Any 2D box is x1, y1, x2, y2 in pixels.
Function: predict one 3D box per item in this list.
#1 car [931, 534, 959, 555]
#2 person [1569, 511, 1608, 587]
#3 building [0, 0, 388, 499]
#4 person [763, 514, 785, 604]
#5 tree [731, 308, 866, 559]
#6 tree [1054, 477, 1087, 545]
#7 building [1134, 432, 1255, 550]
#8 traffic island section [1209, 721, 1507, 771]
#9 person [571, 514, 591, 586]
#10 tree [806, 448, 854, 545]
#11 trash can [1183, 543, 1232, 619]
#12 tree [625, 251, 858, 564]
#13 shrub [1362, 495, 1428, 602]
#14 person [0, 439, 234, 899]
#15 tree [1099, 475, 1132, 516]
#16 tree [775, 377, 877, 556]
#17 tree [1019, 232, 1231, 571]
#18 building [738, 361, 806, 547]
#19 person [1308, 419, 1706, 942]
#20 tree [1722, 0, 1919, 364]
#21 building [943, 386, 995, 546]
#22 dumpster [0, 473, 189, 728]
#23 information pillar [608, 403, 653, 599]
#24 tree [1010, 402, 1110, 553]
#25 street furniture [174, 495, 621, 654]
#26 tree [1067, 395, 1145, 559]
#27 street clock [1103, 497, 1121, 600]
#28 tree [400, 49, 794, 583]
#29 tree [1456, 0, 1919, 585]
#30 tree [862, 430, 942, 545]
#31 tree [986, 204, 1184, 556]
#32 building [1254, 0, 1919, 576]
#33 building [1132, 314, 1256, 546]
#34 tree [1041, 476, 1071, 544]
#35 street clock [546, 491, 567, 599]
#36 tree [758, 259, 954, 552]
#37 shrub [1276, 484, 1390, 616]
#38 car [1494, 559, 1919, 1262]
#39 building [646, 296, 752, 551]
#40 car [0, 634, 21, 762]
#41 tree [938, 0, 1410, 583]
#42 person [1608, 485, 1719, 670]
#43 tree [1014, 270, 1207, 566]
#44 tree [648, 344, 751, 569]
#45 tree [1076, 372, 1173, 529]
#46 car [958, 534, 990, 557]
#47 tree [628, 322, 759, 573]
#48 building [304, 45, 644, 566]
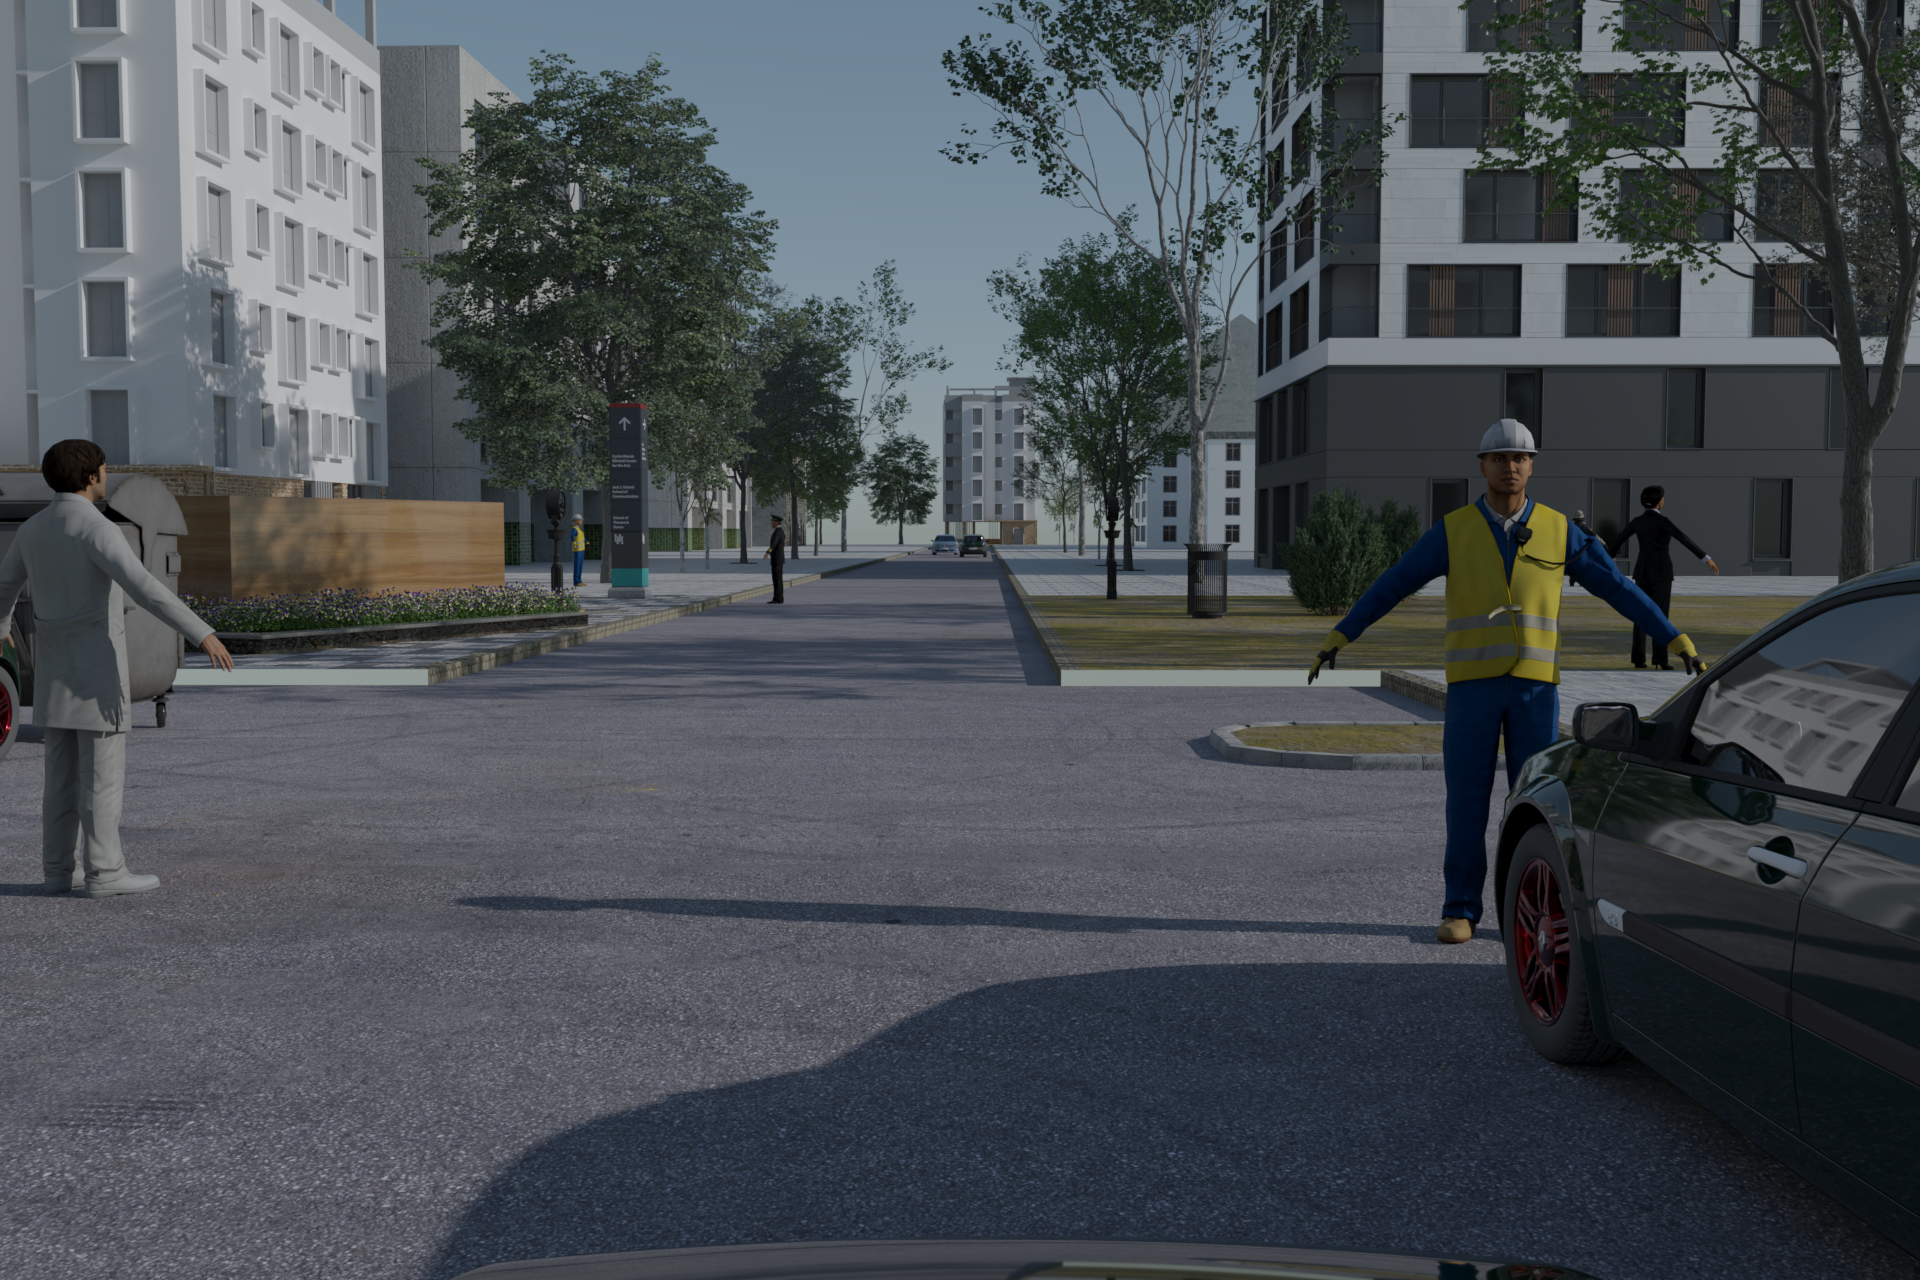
[{"bbox_3d":[-1.008,-6.558,119.219,2.014,1.417,4.499,0,4,1],"label":"car"},{"bbox_3d":[15.128,-2.237,42.359,1.354,1.856,0.705,2,4,35],"label":"person"},{"bbox_3d":[-25.064,-11.664,47.134,16.016,20.090,11.380,0,4,0],"label":"building"},{"bbox_3d":[-3.788,-1.666,35.627,0.705,1.837,1.347,0,4,6],"label":"person"},{"bbox_3d":[-8.826,-10.378,87.809,7.486,12.596,7.792,0,3,0],"label":"tree"},{"bbox_3d":[13.493,-15.767,208.149,4.737,8.622,4.395,0,3,0],"label":"tree"},{"bbox_3d":[21.266,-13.073,155.895,9.099,9.664,28.070,0,4,1],"label":"building"},{"bbox_3d":[2.697,0.696,11.485,1.991,0.108,1.994,0,4,1],"label":"traffic island section"},{"bbox_3d":[-9.299,-2.206,42.531,0.721,1.772,1.216,0,4,5],"label":"person"},{"bbox_3d":[-16.582,-17.917,211.063,7.486,12.596,7.792,0,3,0],"label":"tree"},{"bbox_3d":[3.768,-0.901,26.378,0.748,1.137,0.748,0,3,0],"label":"trash can"},{"bbox_3d":[-9.430,-10.049,74.669,12.009,13.543,11.850,0,3,0],"label":"tree"},{"bbox_3d":[8.236,-1.749,33.013,1.690,2.028,1.600,0,3,0],"label":"shrub"},{"bbox_3d":[-3.482,0.105,6.921,1.347,1.806,0.705,2,4,24],"label":"person"},{"bbox_3d":[20.230,-16.750,208.274,7.601,10.594,8.767,0,4,6],"label":"tree"},{"bbox_3d":[-8.185,-10.234,101.744,7.601,10.594,8.767,-3,4,-36],"label":"tree"},{"bbox_3d":[5.738,-8.219,60.141,9.928,11.665,9.643,0,3,0],"label":"tree"},{"bbox_3d":[-26.777,-21.656,185.011,19.493,23.208,18.063,0,4,1],"label":"building"},{"bbox_3d":[1.912,0.143,6.096,1.349,1.833,0.705,1,4,11],"label":"person"},{"bbox_3d":[17.812,-7.250,28.912,12.009,13.543,11.850,0,3,0],"label":"tree"},{"bbox_3d":[-1.799,-21.663,213.073,11.380,20.090,16.016,0,4,2],"label":"building"},{"bbox_3d":[-6.621,-0.249,12.279,1.865,1.857,1.264,0,4,1],"label":"dumpster"},{"bbox_3d":[-6.605,-2.766,34.595,0.750,3.857,0.750,0,4,1],"label":"information pillar"},{"bbox_3d":[6.892,-11.258,118.488,7.601,10.594,8.767,0,4,-8],"label":"tree"},{"bbox_3d":[-9.160,-0.883,21.285,11.010,1.723,9.812,1,4,22],"label":"street furniture"},{"bbox_3d":[7.372,-8.471,88.869,4.737,8.622,4.395,0,3,0],"label":"tree"},{"bbox_3d":[2.981,-1.797,33.957,0.358,2.002,0.471,0,4,-1],"label":"street clock"},{"bbox_3d":[-9.201,-8.454,44.884,9.857,13.997,8.962,0,3,0],"label":"tree"},{"bbox_3d":[8.383,-5.501,15.694,9.928,11.665,9.643,0,3,0],"label":"tree"},{"bbox_3d":[-7.100,-18.607,210.877,9.857,13.997,8.962,0,3,0],"label":"tree"},{"bbox_3d":[7.582,-14.970,100.655,12.611,20.169,13.585,0,3,0],"label":"tree"},{"bbox_3d":[25.299,-13.722,68.325,27.936,21.610,32.646,0,4,1],"label":"building"},{"bbox_3d":[28.179,-21.484,182.193,19.493,23.208,18.063,0,4,1],"label":"building"},{"bbox_3d":[12.014,-16.061,212.957,4.737,8.622,4.395,0,3,0],"label":"tree"},{"bbox_3d":[-6.767,-1.498,29.060,0.358,2.002,0.471,0,4,1],"label":"street clock"},{"bbox_3d":[-7.224,-16.133,119.667,12.611,20.169,13.585,0,3,0],"label":"tree"},{"bbox_3d":[5.907,-1.428,27.395,1.661,2.075,1.752,0,3,0],"label":"shrub"},{"bbox_3d":[2.428,0.385,3.497,2.009,1.686,4.222,0,4,0],"label":"car"},{"bbox_3d":[-28.216,-17.037,145.005,16.747,18.905,31.486,0,4,2],"label":"building"},{"bbox_3d":[-6.832,0.029,9.306,2.009,1.686,4.222,0,4,1],"label":"car"},{"bbox_3d":[5.009,-11.502,43.942,12.611,20.169,13.585,0,3,0],"label":"tree"},{"bbox_3d":[6.623,-0.594,16.439,0.721,1.740,1.216,-2,4,-31],"label":"person"},{"bbox_3d":[5.960,-8.758,68.956,9.928,11.665,9.643,0,3,0],"label":"tree"},{"bbox_3d":[-9.147,-6.948,63.956,4.360,8.622,3.978,0,3,0],"label":"tree"},{"bbox_3d":[7.040,-7.755,77.165,4.737,8.622,4.395,0,3,0],"label":"tree"},{"bbox_3d":[0.845,-6.001,107.903,2.009,1.686,4.222,0,4,1],"label":"car"},{"bbox_3d":[-9.418,-6.553,57.500,4.360,8.622,3.978,0,3,0],"label":"tree"},{"bbox_3d":[-26.003,-12.998,78.979,16.747,18.905,31.486,0,4,2],"label":"building"}]
